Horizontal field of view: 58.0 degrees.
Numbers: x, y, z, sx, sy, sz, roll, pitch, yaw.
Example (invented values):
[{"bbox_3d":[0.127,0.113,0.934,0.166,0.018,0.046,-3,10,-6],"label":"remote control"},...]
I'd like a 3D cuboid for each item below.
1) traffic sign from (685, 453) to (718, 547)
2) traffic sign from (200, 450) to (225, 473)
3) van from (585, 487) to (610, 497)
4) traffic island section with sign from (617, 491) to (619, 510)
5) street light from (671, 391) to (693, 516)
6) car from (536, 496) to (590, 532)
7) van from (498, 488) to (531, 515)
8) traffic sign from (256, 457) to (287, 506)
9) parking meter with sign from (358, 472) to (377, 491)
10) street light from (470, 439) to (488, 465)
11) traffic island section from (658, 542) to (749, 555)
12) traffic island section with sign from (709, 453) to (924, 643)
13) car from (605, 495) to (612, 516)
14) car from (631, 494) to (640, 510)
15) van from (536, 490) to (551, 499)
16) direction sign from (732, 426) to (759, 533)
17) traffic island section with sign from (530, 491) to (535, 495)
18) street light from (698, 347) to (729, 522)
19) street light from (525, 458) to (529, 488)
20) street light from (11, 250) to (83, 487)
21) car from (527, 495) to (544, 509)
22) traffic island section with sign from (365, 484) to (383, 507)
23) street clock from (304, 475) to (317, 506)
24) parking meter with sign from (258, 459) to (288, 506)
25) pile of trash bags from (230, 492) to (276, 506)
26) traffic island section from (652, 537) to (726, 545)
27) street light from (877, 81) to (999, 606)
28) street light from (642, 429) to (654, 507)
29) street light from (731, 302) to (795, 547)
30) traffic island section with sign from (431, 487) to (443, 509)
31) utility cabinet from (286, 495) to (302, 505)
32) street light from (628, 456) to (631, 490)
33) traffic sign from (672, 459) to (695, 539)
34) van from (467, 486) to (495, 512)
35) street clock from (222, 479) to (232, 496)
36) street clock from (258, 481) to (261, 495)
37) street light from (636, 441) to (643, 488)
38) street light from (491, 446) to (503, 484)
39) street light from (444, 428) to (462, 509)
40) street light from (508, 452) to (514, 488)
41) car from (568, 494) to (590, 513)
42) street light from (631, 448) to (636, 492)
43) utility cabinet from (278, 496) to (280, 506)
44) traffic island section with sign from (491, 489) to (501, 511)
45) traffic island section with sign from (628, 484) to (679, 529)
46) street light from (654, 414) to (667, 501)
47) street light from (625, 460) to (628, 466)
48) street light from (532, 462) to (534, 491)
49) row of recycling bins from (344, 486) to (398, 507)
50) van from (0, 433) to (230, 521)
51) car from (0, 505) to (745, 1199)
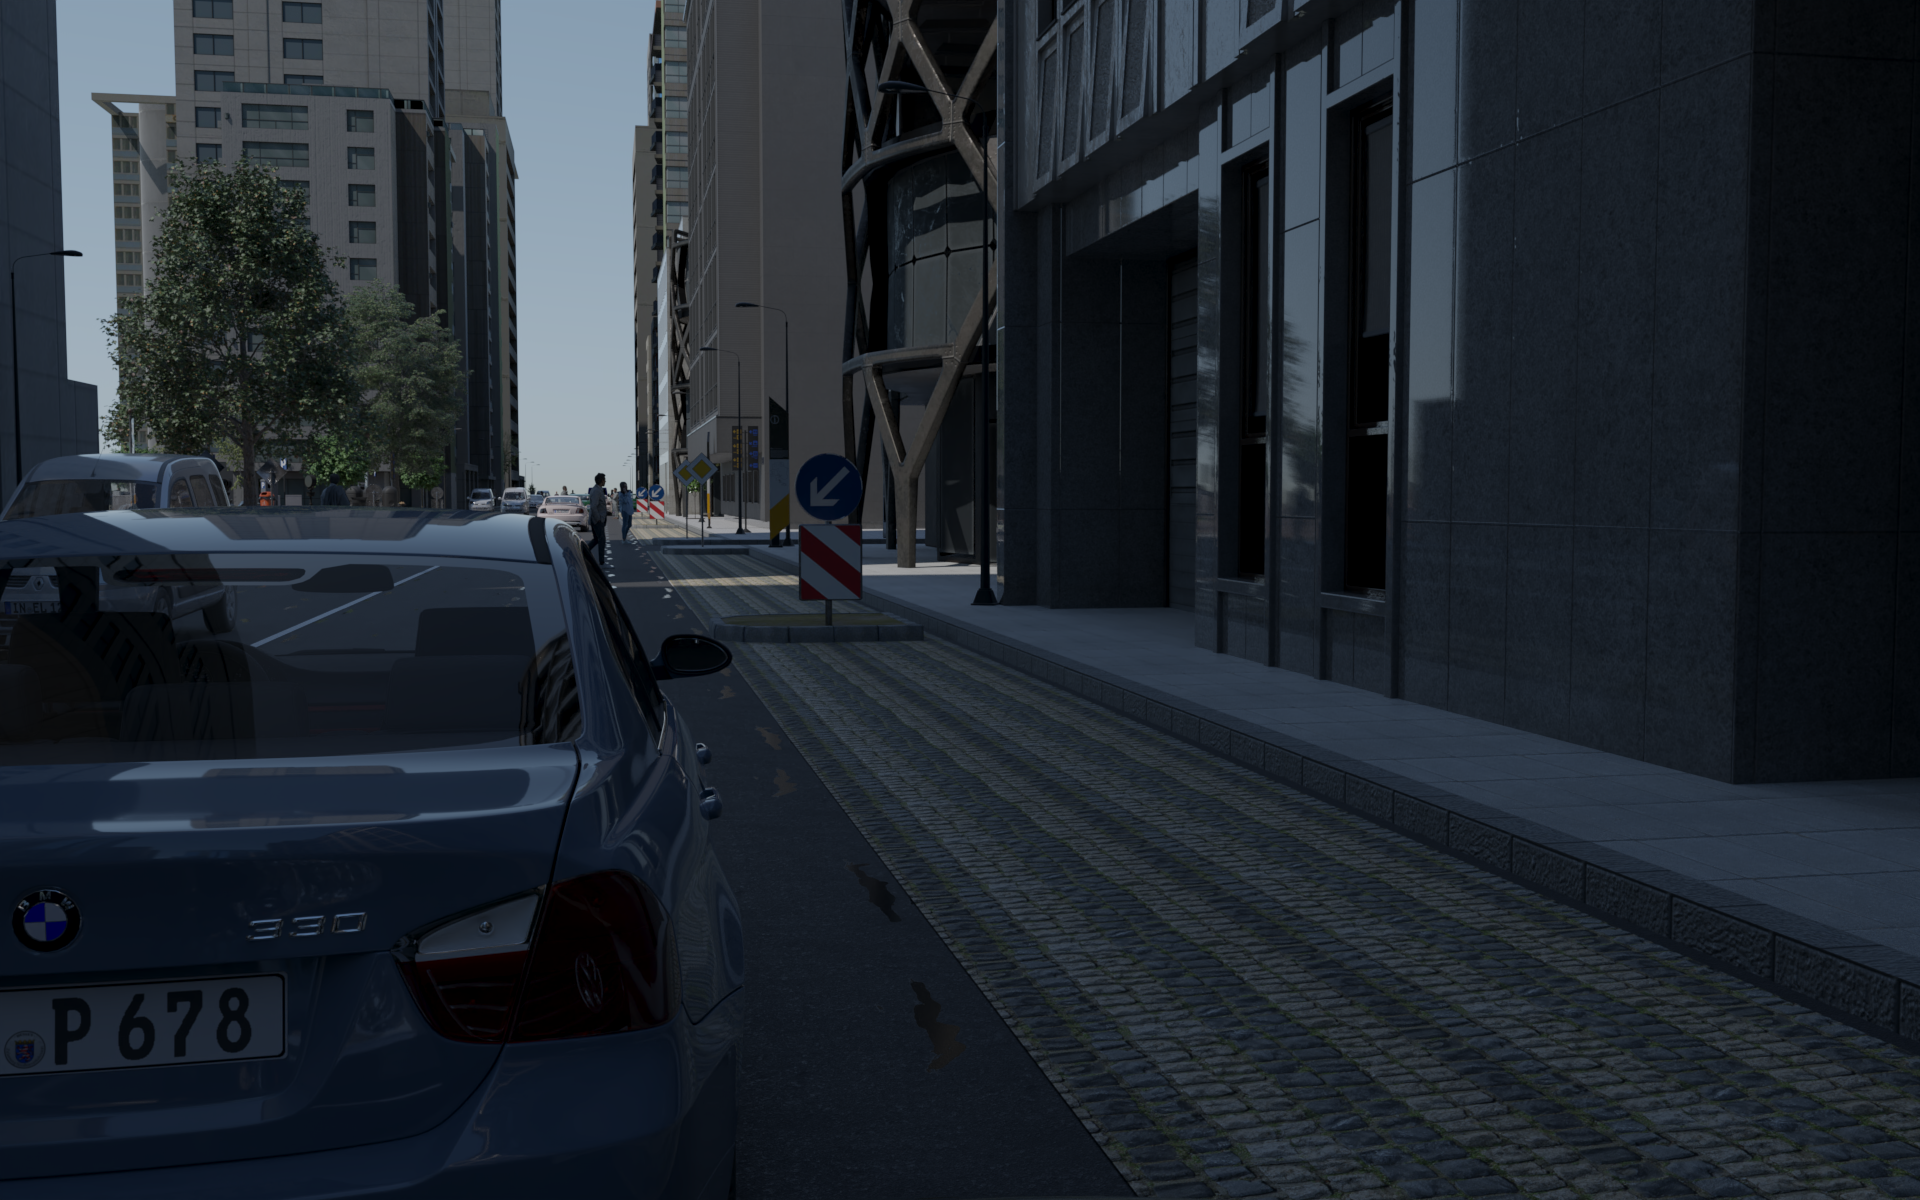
[{"bbox_3d":[-6.245,-2.343,41.946,0.795,2.450,0.064,-1,4,-12],"label":"traffic sign"},{"bbox_3d":[-17.263,-2.206,39.705,0.795,2.450,0.064,-1,4,-12],"label":"traffic sign"},{"bbox_3d":[-33.086,-9.401,158.083,2.240,2.365,5.245,-1,4,-12],"label":"van"},{"bbox_3d":[-28.344,-8.504,147.666,1.989,1.847,2.006,-1,4,-12],"label":"traffic island section with sign"},{"bbox_3d":[-12.299,-6.487,78.608,1.470,5.913,1.316,-1,4,-12],"label":"street light"},{"bbox_3d":[-15.249,-3.320,66.636,2.083,1.381,4.827,-1,4,-11],"label":"car"},{"bbox_3d":[-28.578,-6.374,111.222,2.013,2.044,4.112,-1,4,-12],"label":"van"},{"bbox_3d":[-18.875,-2.684,47.526,0.795,2.450,0.064,-1,4,-12],"label":"traffic sign"},{"bbox_3d":[-40.018,-7.330,116.099,1.738,3.016,0.543,-2,4,-28],"label":"parking meter with sign"},{"bbox_3d":[-40.563,-10.577,145.468,1.470,5.913,1.316,-1,4,-12],"label":"street light"},{"bbox_3d":[-6.224,-1.208,42.028,2.009,0.180,2.903,-1,4,-12],"label":"traffic island section"},{"bbox_3d":[-1.524,-0.545,17.531,1.989,1.847,2.006,-1,4,-12],"label":"traffic island section with sign"},{"bbox_3d":[-24.044,-6.266,114.809,2.083,1.381,4.827,-1,4,-13],"label":"car"},{"bbox_3d":[-26.119,-7.886,137.736,1.959,1.807,4.718,-1,4,-12],"label":"car"},{"bbox_3d":[-45.210,-11.055,187.765,2.013,2.044,4.112,-1,4,-11],"label":"van"},{"bbox_3d":[-7.132,-4.011,57.572,0.876,3.537,0.379,-1,4,-15],"label":"direction sign"},{"bbox_3d":[-55.606,-13.273,225.640,1.989,1.847,2.006,-1,4,-12],"label":"traffic island section with sign"},{"bbox_3d":[-7.537,-5.040,54.945,1.470,5.913,1.316,-1,4,-12],"label":"street light"},{"bbox_3d":[-57.128,-15.496,225.897,1.470,5.913,1.316,-1,4,-12],"label":"street light"},{"bbox_3d":[-17.386,-3.698,33.006,1.470,5.913,1.316,-1,4,-12],"label":"street light"},{"bbox_3d":[-35.886,-8.174,146.002,2.083,1.381,4.827,-1,4,-13],"label":"car"},{"bbox_3d":[-23.339,-3.695,69.046,1.989,1.847,2.006,-1,4,-12],"label":"traffic island section with sign"},{"bbox_3d":[-24.437,-3.708,65.203,0.471,2.002,0.358,2,4,32],"label":"street clock"},{"bbox_3d":[-33.512,-5.366,83.997,0.543,3.016,1.738,3,4,38],"label":"parking meter with sign"},{"bbox_3d":[-28.934,-3.667,69.710,3.447,1.369,1.912,1,4,23],"label":"pile of trash bags"},{"bbox_3d":[-7.836,-1.686,49.849,2.009,0.180,2.903,-1,4,-12],"label":"traffic island section"},{"bbox_3d":[-0.240,-2.888,19.768,1.470,5.913,1.316,-1,4,-12],"label":"street light"},{"bbox_3d":[-22.934,-9.654,130.391,1.470,5.913,1.316,-1,4,-12],"label":"street light"},{"bbox_3d":[-4.751,-4.261,42.205,1.470,5.913,1.316,-1,4,-12],"label":"street light"},{"bbox_3d":[-28.792,-5.315,95.534,1.989,1.847,2.006,-1,4,-12],"label":"traffic island section with sign"},{"bbox_3d":[-43.444,-6.220,112.857,1.020,1.237,0.306,-2,4,-32],"label":"utility cabinet"},{"bbox_3d":[-36.986,-13.828,198.631,1.470,5.913,1.316,-1,4,-12],"label":"street light"},{"bbox_3d":[-7.857,-2.821,49.767,0.795,2.450,0.064,-1,4,-12],"label":"traffic sign"},{"bbox_3d":[-34.997,-7.321,126.712,2.013,2.044,4.112,-1,4,-12],"label":"van"},{"bbox_3d":[-35.066,-4.786,82.821,0.471,2.002,0.358,1,4,16],"label":"street clock"},{"bbox_3d":[-37.901,-5.473,94.058,0.358,2.002,0.471,-3,4,-38],"label":"street clock"},{"bbox_3d":[-27.534,-11.026,152.810,1.470,5.913,1.316,-1,4,-12],"label":"street light"},{"bbox_3d":[-45.192,-11.947,167.881,1.470,5.913,1.316,-1,4,-12],"label":"street light"},{"bbox_3d":[-35.860,-9.165,122.391,1.470,5.913,1.316,-1,4,-12],"label":"street light"},{"bbox_3d":[-49.770,-13.330,190.487,1.470,5.913,1.316,-1,4,-12],"label":"street light"},{"bbox_3d":[-21.239,-5.193,96.704,2.131,1.459,4.920,-1,4,-11],"label":"car"},{"bbox_3d":[-32.251,-12.395,175.205,1.470,5.913,1.316,-1,4,-12],"label":"street light"},{"bbox_3d":[-36.537,-4.944,91.999,0.306,1.237,1.020,1,4,15],"label":"utility cabinet"},{"bbox_3d":[-38.784,-8.278,143.981,1.989,1.847,2.006,-1,4,-12],"label":"traffic island section with sign"},{"bbox_3d":[-12.779,-3.889,72.215,1.989,1.847,2.006,-1,4,-12],"label":"traffic island section with sign"},{"bbox_3d":[-16.929,-7.859,101.041,1.470,5.913,1.316,-1,4,-12],"label":"street light"},{"bbox_3d":[-39.892,-14.627,211.689,1.470,5.913,1.316,-1,4,-12],"label":"street light"},{"bbox_3d":[-61.774,-16.883,248.579,1.470,5.913,1.316,-1,4,-12],"label":"street light"},{"bbox_3d":[-30.616,-5.007,88.977,3.534,1.692,1.069,0,4,3],"label":"row of recycling bins"},{"bbox_3d":[-8.190,-0.590,16.654,2.013,2.044,4.112,-1,4,-10],"label":"van"},{"bbox_3d":[-1.521,0.479,4.176,2.014,1.417,4.499,-1,4,-12],"label":"car"}]
